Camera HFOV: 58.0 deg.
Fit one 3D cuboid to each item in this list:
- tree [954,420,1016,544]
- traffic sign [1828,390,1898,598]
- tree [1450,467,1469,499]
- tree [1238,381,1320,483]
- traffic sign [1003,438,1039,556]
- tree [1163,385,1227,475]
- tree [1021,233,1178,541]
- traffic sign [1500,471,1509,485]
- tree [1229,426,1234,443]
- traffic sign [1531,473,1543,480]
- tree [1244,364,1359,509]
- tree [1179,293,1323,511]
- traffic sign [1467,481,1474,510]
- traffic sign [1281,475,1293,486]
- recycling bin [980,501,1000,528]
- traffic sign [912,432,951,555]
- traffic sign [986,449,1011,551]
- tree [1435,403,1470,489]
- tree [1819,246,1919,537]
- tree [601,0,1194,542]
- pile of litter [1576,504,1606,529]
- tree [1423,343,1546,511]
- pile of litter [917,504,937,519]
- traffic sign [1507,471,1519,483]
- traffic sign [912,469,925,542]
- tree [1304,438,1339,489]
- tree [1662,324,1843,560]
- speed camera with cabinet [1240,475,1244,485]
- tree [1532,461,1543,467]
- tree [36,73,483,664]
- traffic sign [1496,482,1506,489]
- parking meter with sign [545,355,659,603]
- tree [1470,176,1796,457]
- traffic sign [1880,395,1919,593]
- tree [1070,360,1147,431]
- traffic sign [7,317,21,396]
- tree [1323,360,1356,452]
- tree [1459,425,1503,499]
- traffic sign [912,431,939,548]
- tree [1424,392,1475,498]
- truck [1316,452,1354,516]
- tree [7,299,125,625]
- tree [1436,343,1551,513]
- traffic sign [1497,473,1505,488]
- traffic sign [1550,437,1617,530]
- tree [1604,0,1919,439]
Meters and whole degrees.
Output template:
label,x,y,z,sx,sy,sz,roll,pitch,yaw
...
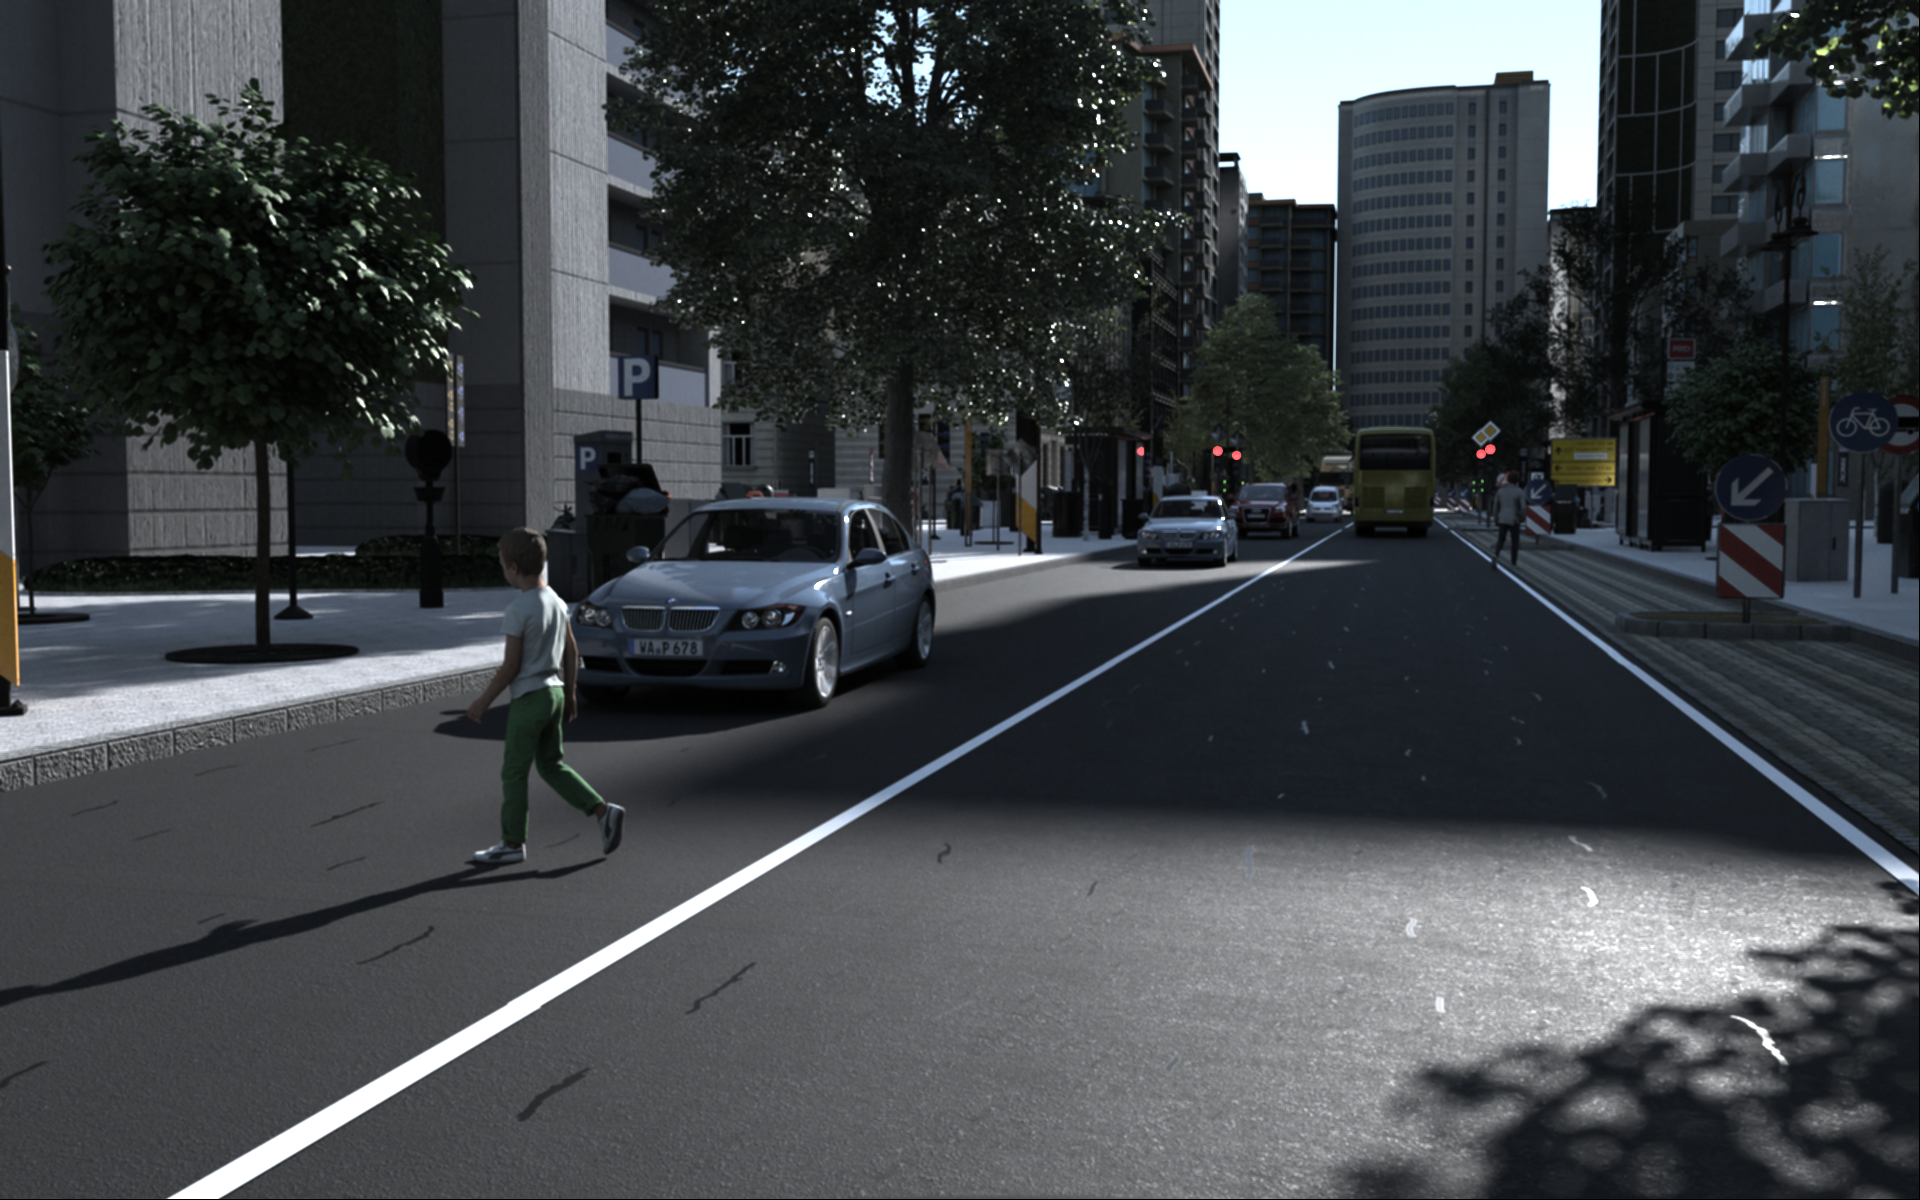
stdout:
label,x,y,z,sx,sy,sz,roll,pitch,yaw
tree,0.885,-3.063,44.676,1.663,3.219,1.824,0,3,0
traffic sign,11.121,-1.302,21.392,0.768,2.556,0.104,1,4,21
tree,58.591,-15.493,203.677,4.360,8.622,3.978,0,3,0
tree,20.075,-9.713,109.163,4.737,8.622,4.395,0,3,0
traffic sign,1.243,-2.122,35.882,0.795,2.450,0.064,2,4,23
tree,14.852,-10.051,114.697,4.737,8.622,4.395,0,3,0
tree,3.694,-5.919,47.143,4.360,8.622,3.978,0,3,0
traffic sign,30.539,-5.907,96.588,0.884,2.594,0.081,1,4,17
tree,18.962,-11.257,134.415,4.737,8.622,4.395,0,3,0
traffic sign,27.501,-4.921,82.584,0.606,2.300,0.079,1,4,21
tree,29.174,-14.147,148.310,9.611,12.733,9.660,0,3,0
tree,16.199,-11.024,98.369,7.486,12.596,7.792,0,3,0
traffic sign,40.823,-8.437,137.949,0.884,2.594,0.081,1,4,15
traffic sign,21.292,-6.890,112.762,0.768,2.556,0.104,1,4,16
recycling bin,1.068,-3.231,65.380,0.722,1.027,0.722,-1,4,-17
traffic sign,-0.634,-2.232,36.497,0.884,2.594,0.081,1,4,15
traffic sign,0.864,-2.266,39.174,0.606,2.300,0.079,1,4,18
tree,28.810,-9.369,87.599,7.601,10.594,8.767,-2,4,-31
tree,27.191,-6.155,50.999,4.737,8.622,4.395,0,3,0
tree,-0.974,-7.410,27.812,9.857,13.997,8.962,0,3,0
pile of litter,23.566,-3.120,64.976,1.176,0.858,1.719,0,4,6
tree,40.002,-13.143,131.891,9.611,12.733,9.660,0,3,0
pile of litter,-1.948,-4.513,87.750,1.719,0.858,1.176,2,4,33
traffic sign,30.473,-5.825,95.339,0.768,2.556,0.104,1,4,22
traffic sign,-1.050,-2.487,40.769,0.768,2.556,0.104,1,4,16
tree,38.570,-14.263,183.564,4.360,8.622,3.978,0,3,0
tree,15.391,-3.052,33.608,4.285,4.588,4.351,0,3,0
speed camera with cabinet,18.724,-7.327,114.125,2.038,3.252,0.660,-3,5,-43
tree,47.593,-9.548,139.820,4.285,4.588,4.351,0,3,0
tree,-5.509,-1.827,13.587,4.285,4.588,4.351,0,3,0
traffic sign,39.252,-7.704,125.968,0.884,2.594,0.081,1,4,17
parking meter with sign,-4.366,-1.519,21.097,0.543,3.016,1.738,1,4,23
tree,19.542,-7.075,50.090,8.767,10.594,7.601,1,4,18
traffic sign,12.097,-1.360,22.344,0.768,2.556,0.104,1,4,17
tree,7.977,-8.901,95.890,4.737,8.622,4.395,0,3,0
traffic sign,-6.433,-0.684,11.286,0.768,2.556,0.104,1,4,17
tree,25.850,-12.992,130.546,7.486,12.596,7.792,0,3,0
tree,51.817,-13.821,176.336,4.737,8.622,4.395,0,3,0
traffic sign,-0.809,-2.141,35.116,0.768,2.556,0.104,1,4,18
tree,54.830,-16.757,192.107,7.486,12.596,7.792,0,3,0
truck,26.036,-7.899,118.054,2.839,4.237,11.283,1,4,16
tree,-9.488,-1.392,17.357,1.663,3.219,1.824,0,3,0
tree,35.642,-11.618,115.705,9.928,11.665,9.643,0,3,0
traffic sign,33.367,-6.505,106.463,0.768,2.556,0.104,1,4,23
traffic sign,22.509,-4.202,62.583,2.265,3.308,0.079,1,4,21
tree,9.025,-6.309,9.800,9.857,13.997,8.962,0,3,0
